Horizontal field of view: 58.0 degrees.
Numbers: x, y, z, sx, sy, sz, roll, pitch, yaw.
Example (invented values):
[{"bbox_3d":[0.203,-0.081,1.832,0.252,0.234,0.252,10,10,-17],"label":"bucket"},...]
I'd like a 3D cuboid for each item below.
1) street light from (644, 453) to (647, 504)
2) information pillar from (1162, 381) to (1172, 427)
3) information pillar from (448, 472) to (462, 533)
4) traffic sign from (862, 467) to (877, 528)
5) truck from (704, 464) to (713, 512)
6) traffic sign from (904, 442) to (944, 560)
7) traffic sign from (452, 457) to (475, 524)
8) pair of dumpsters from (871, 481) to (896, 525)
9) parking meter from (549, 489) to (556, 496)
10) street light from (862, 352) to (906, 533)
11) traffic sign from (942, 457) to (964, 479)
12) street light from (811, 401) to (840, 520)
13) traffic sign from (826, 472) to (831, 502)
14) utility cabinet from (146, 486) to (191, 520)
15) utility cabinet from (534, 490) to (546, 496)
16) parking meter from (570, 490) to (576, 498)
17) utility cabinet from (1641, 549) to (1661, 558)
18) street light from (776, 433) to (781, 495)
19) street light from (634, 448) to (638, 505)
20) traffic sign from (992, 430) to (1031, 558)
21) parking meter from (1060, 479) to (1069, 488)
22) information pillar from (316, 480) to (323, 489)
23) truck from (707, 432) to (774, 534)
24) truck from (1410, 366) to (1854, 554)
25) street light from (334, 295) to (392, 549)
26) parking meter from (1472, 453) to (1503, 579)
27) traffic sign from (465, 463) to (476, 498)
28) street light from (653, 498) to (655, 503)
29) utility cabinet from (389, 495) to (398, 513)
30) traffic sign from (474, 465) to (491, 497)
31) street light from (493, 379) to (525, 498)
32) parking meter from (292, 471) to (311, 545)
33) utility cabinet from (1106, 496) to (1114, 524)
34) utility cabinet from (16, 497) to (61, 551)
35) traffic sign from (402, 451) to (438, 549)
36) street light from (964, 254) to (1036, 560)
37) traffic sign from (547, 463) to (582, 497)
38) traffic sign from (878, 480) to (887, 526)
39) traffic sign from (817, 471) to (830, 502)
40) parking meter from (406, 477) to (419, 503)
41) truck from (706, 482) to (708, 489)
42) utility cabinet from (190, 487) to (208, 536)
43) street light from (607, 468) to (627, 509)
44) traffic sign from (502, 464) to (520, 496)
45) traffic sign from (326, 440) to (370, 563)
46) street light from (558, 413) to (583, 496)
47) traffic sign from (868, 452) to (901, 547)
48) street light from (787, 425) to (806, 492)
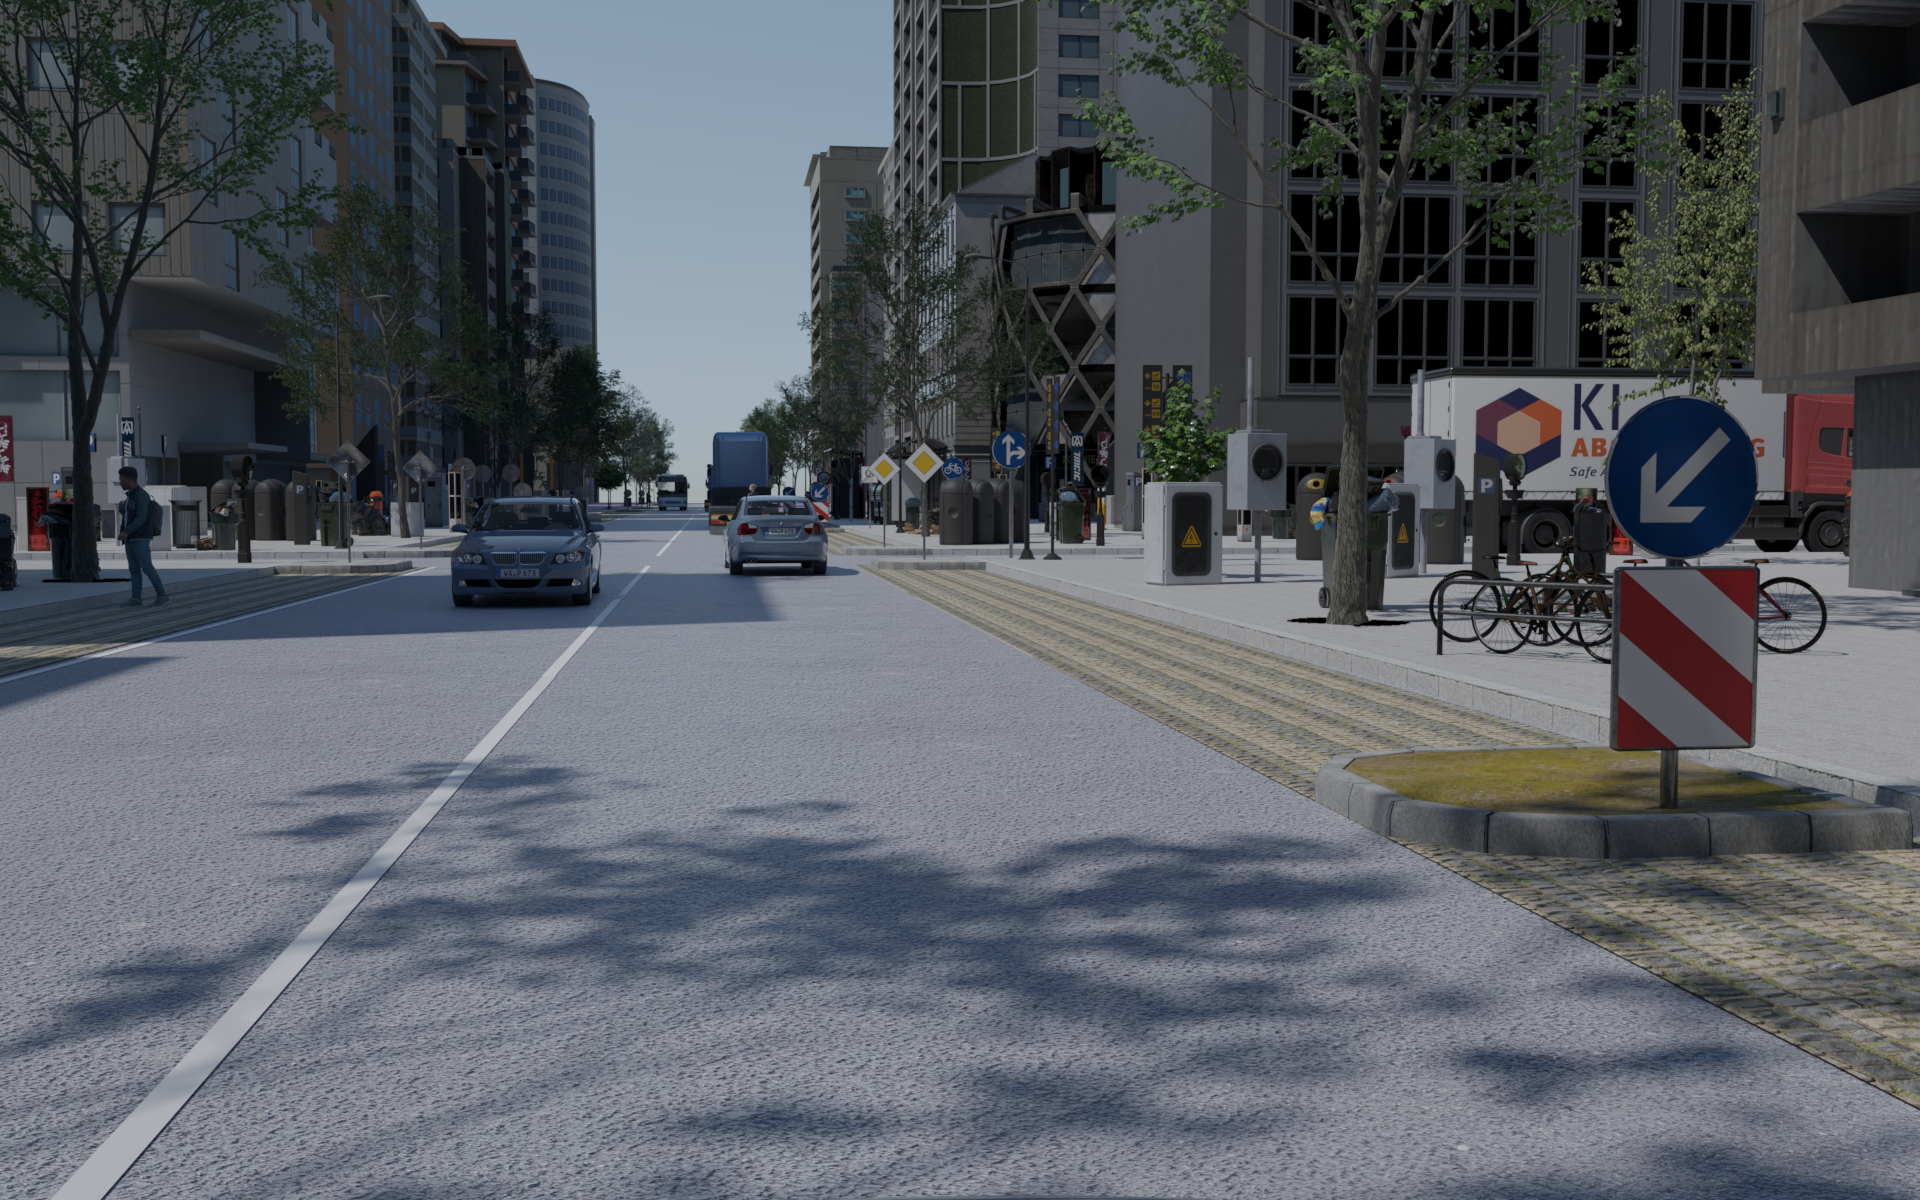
[{"bbox_3d":[-36.428,-13.784,197.907,1.470,5.913,1.316,0,4,-8],"label":"street light"},{"bbox_3d":[4.064,-2.555,33.124,0.183,3.616,0.504,-3,4,-36],"label":"information pillar"},{"bbox_3d":[-16.855,-3.264,57.853,0.304,2.012,0.304,2,4,29],"label":"information pillar"},{"bbox_3d":[-3.370,-3.831,64.772,0.606,2.300,0.079,0,4,-1],"label":"traffic sign"},{"bbox_3d":[-20.587,-9.738,148.970,2.967,4.110,18.799,0,4,-7],"label":"truck"},{"bbox_3d":[-0.700,-1.842,33.763,0.795,2.450,0.064,0,4,-8],"label":"traffic sign"},{"bbox_3d":[-17.281,-3.681,60.298,0.768,2.556,0.104,0,4,-3],"label":"traffic sign"},{"bbox_3d":[-2.847,-4.326,73.226,1.574,2.255,4.437,-1,4,-8],"label":"pair of dumpsters"},{"bbox_3d":[-21.764,-5.140,92.449,0.372,1.533,0.369,0,3,0],"label":"parking meter"},{"bbox_3d":[-2.497,-5.147,56.700,1.470,5.913,1.316,0,4,-8],"label":"street light"},{"bbox_3d":[-0.240,-3.668,60.078,0.768,2.556,0.104,0,4,1],"label":"traffic sign"},{"bbox_3d":[-6.714,-6.967,86.455,1.470,5.913,1.316,0,4,-8],"label":"street light"},{"bbox_3d":[-7.748,-6.149,100.634,0.768,2.556,0.104,0,4,-6],"label":"traffic sign"},{"bbox_3d":[-20.832,-2.238,45.265,1.173,1.500,0.318,1,4,9],"label":"utility cabinet"},{"bbox_3d":[-25.001,-5.759,102.838,0.318,1.500,1.173,-3,5,-44],"label":"utility cabinet"},{"bbox_3d":[-24.369,-6.157,109.085,0.372,1.533,0.369,0,3,0],"label":"parking meter"},{"bbox_3d":[14.051,-1.592,34.705,1.173,1.500,0.318,-3,5,-44],"label":"utility cabinet"},{"bbox_3d":[-13.344,-9.799,132.756,1.470,5.913,1.316,0,4,-8],"label":"street light"},{"bbox_3d":[-33.200,-12.392,175.155,1.470,5.913,1.316,0,4,-8],"label":"street light"},{"bbox_3d":[1.025,-2.112,34.644,0.768,2.556,0.104,0,4,-3],"label":"traffic sign"},{"bbox_3d":[4.207,-3.887,69.266,0.399,1.863,0.255,-3,5,-43],"label":"parking meter"},{"bbox_3d":[-34.211,-5.387,92.573,0.304,2.012,0.304,0,4,-4],"label":"information pillar"},{"bbox_3d":[-8.742,-4.867,69.335,2.967,4.110,18.799,0,4,-8],"label":"truck"},{"bbox_3d":[16.179,-3.113,39.817,11.283,4.237,2.839,0,4,-6],"label":"truck"},{"bbox_3d":[-13.945,-4.156,40.486,1.470,5.913,1.316,0,4,-8],"label":"street light"},{"bbox_3d":[7.523,-1.161,24.699,0.399,1.863,0.255,1,4,21],"label":"parking meter"},{"bbox_3d":[-18.111,-3.872,63.421,0.768,2.556,0.104,0,4,2],"label":"traffic sign"},{"bbox_3d":[-40.641,-15.584,227.346,1.470,5.913,1.316,0,4,-8],"label":"street light"},{"bbox_3d":[-27.289,-4.453,83.961,0.306,1.237,1.020,1,4,10],"label":"utility cabinet"},{"bbox_3d":[-20.895,-4.630,75.802,0.768,2.556,0.104,0,4,-6],"label":"traffic sign"},{"bbox_3d":[-18.235,-5.956,69.914,1.470,5.913,1.316,0,4,-8],"label":"street light"},{"bbox_3d":[-16.567,-2.319,43.625,0.399,1.863,0.255,0,4,-4],"label":"parking meter"},{"bbox_3d":[6.632,-3.809,73.444,0.306,1.237,1.020,3,5,44],"label":"utility cabinet"},{"bbox_3d":[-20.849,-1.716,39.226,1.020,1.237,0.306,1,4,20],"label":"utility cabinet"},{"bbox_3d":[-12.514,-2.234,40.175,0.795,2.450,0.064,0,4,-8],"label":"traffic sign"},{"bbox_3d":[0.776,-3.742,33.720,1.470,5.913,1.316,0,4,-8],"label":"street light"},{"bbox_3d":[-25.891,-7.305,113.316,2.265,3.308,0.079,0,4,-3],"label":"traffic sign"},{"bbox_3d":[-2.964,-4.226,69.093,0.884,2.594,0.081,0,4,-1],"label":"traffic sign"},{"bbox_3d":[-7.507,-5.845,95.669,0.768,2.556,0.104,0,4,0],"label":"traffic sign"},{"bbox_3d":[-18.409,-3.216,58.294,0.399,1.863,0.255,-3,4,-38],"label":"parking meter"},{"bbox_3d":[-29.840,-13.463,216.047,3.469,3.379,9.791,-1,4,-9],"label":"truck"},{"bbox_3d":[-23.462,-2.677,52.450,1.173,1.500,0.318,-3,5,-40],"label":"utility cabinet"},{"bbox_3d":[-28.976,-10.570,145.356,1.470,5.913,1.316,0,4,-8],"label":"street light"},{"bbox_3d":[-19.016,-4.480,73.353,0.768,2.556,0.104,0,4,-4],"label":"traffic sign"},{"bbox_3d":[-11.390,-1.751,32.270,0.795,2.450,0.064,0,4,-8],"label":"traffic sign"},{"bbox_3d":[-22.445,-7.756,99.353,1.470,5.913,1.316,0,4,-8],"label":"street light"},{"bbox_3d":[-1.824,-2.326,41.669,0.795,2.450,0.064,0,4,-8],"label":"traffic sign"},{"bbox_3d":[-10.880,-8.768,115.901,1.470,5.913,1.316,0,4,-8],"label":"street light"}]
